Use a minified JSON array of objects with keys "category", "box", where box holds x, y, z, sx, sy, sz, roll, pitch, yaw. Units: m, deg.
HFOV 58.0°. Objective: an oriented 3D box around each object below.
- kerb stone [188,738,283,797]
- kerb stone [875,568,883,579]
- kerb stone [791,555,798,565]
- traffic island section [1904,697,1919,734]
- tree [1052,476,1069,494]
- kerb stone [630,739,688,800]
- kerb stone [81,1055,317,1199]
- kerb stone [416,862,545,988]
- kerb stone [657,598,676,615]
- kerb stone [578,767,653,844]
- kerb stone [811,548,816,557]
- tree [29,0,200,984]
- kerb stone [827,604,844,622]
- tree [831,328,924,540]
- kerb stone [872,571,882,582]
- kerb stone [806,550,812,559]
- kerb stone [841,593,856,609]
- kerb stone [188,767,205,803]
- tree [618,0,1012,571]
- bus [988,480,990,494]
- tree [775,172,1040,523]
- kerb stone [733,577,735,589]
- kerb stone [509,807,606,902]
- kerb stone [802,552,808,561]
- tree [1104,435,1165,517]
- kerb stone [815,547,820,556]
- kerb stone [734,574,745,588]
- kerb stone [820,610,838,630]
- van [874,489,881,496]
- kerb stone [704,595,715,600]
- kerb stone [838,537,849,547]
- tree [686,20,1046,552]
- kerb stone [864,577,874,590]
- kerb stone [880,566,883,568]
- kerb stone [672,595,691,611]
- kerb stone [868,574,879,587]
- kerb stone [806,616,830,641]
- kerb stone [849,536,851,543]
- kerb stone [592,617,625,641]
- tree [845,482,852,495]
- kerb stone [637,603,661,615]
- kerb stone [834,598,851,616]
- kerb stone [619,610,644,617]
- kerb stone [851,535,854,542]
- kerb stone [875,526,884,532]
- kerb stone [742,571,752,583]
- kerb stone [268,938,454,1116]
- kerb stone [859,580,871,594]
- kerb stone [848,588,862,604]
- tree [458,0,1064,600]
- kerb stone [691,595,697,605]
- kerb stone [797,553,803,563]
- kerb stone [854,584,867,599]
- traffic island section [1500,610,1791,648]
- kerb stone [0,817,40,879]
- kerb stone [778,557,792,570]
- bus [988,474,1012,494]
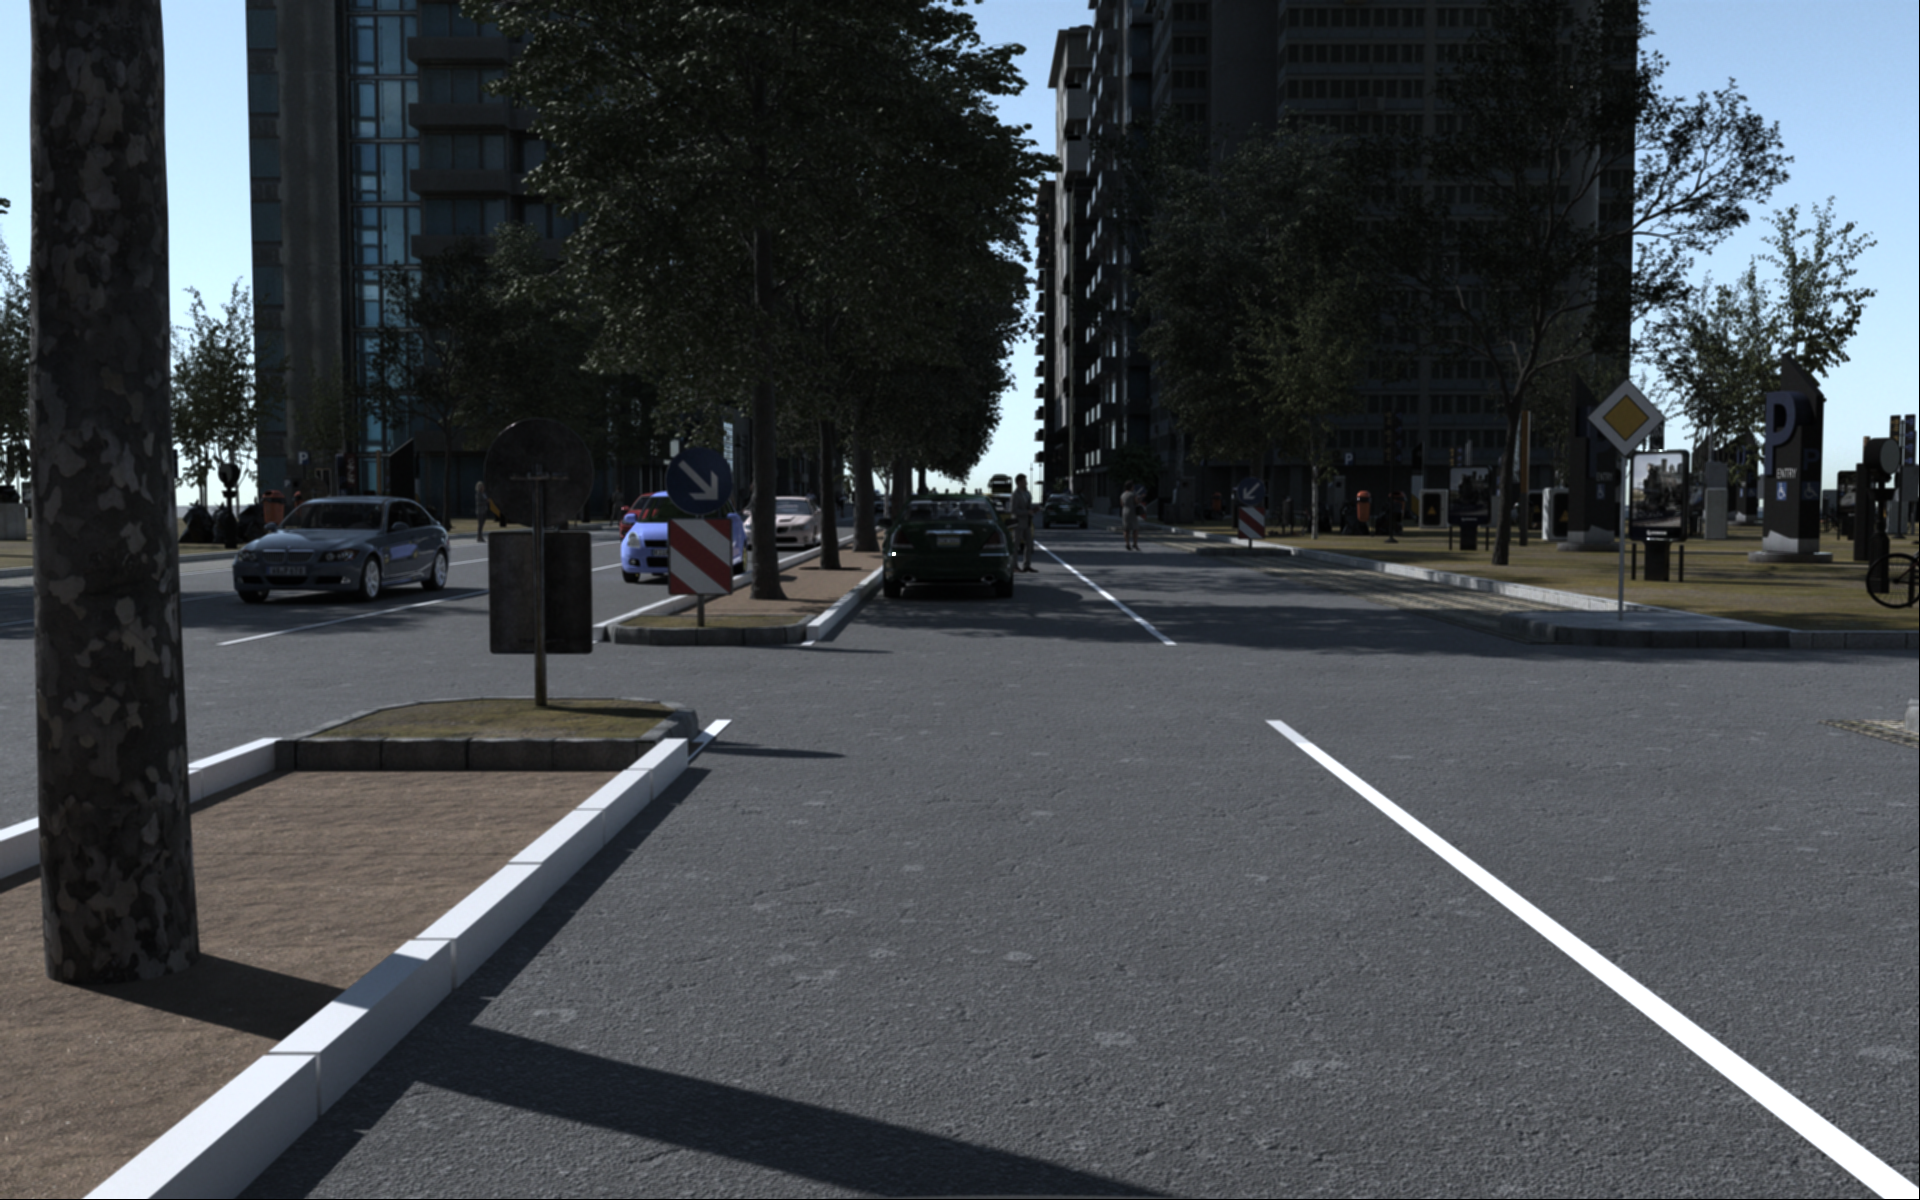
[{"category":"kerb stone","box":[-3.602,0.831,8.608,0.120,0.150,1.000,0,4,0]},{"category":"kerb stone","box":[-1.369,-0.394,28.635,0.120,0.150,1.000,0,4,0]},{"category":"kerb stone","box":[-3.419,-0.768,34.746,0.120,0.150,1.000,0,4,0]},{"category":"traffic island section","box":[6.690,0.777,9.581,2.009,0.180,2.903,0,4,0]},{"category":"tree","box":[10.564,-11.330,179.854,1.663,3.219,1.824,0,3,0]},{"category":"kerb stone","box":[-1.491,0.832,8.591,0.120,0.150,1.000,0,4,0]},{"category":"kerb stone","box":[-1.535,1.146,3.463,0.120,0.150,1.000,0,4,0]},{"category":"kerb stone","box":[-1.514,1.023,5.514,0.120,0.150,1.000,0,4,0]},{"category":"kerb stone","box":[-3.522,0.109,20.421,0.120,0.150,1.000,0,4,0]},{"category":"kerb stone","box":[-1.506,0.895,7.562,0.120,0.150,1.000,0,4,0]},{"category":"kerb stone","box":[-3.388,-1.020,38.866,0.120,0.150,1.000,0,4,0]},{"category":"tree","box":[-1.322,-8.894,3.758,12.611,20.169,13.585,0,3,0]},{"category":"kerb stone","box":[-1.423,0.174,19.431,0.120,0.150,1.000,0,4,0]},{"category":"tree","box":[-2.224,-6.044,51.632,4.737,8.622,4.395,0,3,0]},{"category":"kerb stone","box":[-1.367,-0.331,27.613,0.120,0.150,1.000,0,4,0]},{"category":"kerb stone","box":[-3.401,-0.956,37.820,0.120,0.150,1.000,0,4,0]},{"category":"kerb stone","box":[-1.411,0.045,21.474,0.120,0.150,1.000,0,4,0]},{"category":"kerb stone","box":[-3.603,0.897,7.586,0.120,0.150,1.000,0,4,0]},{"category":"tree","box":[-2.560,-6.373,32.417,9.928,11.665,9.643,0,3,0]},{"category":"bus","box":[5.388,-15.588,246.409,2.896,3.916,12.252,0,4,1]},{"category":"tree","box":[-2.123,-8.520,58.768,9.611,12.733,9.660,0,3,0]},{"category":"kerb stone","box":[-3.489,-0.204,25.534,0.120,0.150,1.000,0,4,0]},{"category":"kerb stone","box":[-1.512,0.958,6.536,0.120,0.150,1.000,0,4,0]},{"category":"kerb stone","box":[-3.399,-0.891,36.795,0.120,0.150,1.000,0,4,0]},{"category":"tree","box":[9.702,-6.878,96.173,4.285,4.588,4.351,0,3,0]},{"category":"kerb stone","box":[-3.384,-1.082,39.888,0.120,0.150,1.000,0,4,0]},{"category":"kerb stone","box":[-3.468,-0.259,26.559,0.120,0.150,1.000,0,4,0]},{"category":"kerb stone","box":[-1.426,0.239,18.401,0.120,0.150,1.000,0,4,0]},{"category":"van","box":[-7.563,-8.616,147.883,2.013,2.044,4.112,0,4,2]},{"category":"kerb stone","box":[-3.496,-0.079,23.490,0.120,0.150,1.000,0,4,0]},{"category":"kerb stone","box":[-3.328,-1.646,49.108,0.120,0.150,1.000,0,4,0]},{"category":"tree","box":[-2.317,-8.147,42.317,9.857,13.997,8.962,0,3,0]},{"category":"kerb stone","box":[-1.390,-0.206,25.562,0.120,0.150,1.000,0,4,0]},{"category":"kerb stone","box":[-1.357,-0.450,29.667,0.120,0.150,1.000,0,4,0]},{"category":"kerb stone","box":[-3.506,0.046,21.446,0.120,0.150,1.000,0,4,0]},{"category":"kerb stone","box":[-1.376,-0.269,26.591,0.120,0.150,1.000,0,4,0]},{"category":"kerb stone","box":[-1.434,0.296,17.375,0.120,0.150,1.000,0,4,0]},{"category":"kerb stone","box":[-3.309,-1.709,50.132,0.120,0.150,1.000,0,4,0]},{"category":"kerb stone","box":[-3.532,0.304,17.332,0.120,0.150,1.000,0,4,0]},{"category":"tree","box":[-16.068,-15.721,251.645,1.663,3.219,1.824,0,3,0]},{"category":"kerb stone","box":[-3.529,0.172,19.383,0.120,0.150,1.000,0,4,0]},{"category":"kerb stone","box":[-1.417,0.107,20.452,0.120,0.150,1.000,0,4,0]},{"category":"kerb stone","box":[-3.527,0.240,18.357,0.120,0.150,1.000,0,4,0]},{"category":"kerb stone","box":[-3.296,-1.771,51.154,0.120,0.150,1.000,0,4,0]},{"category":"kerb stone","box":[-3.188,-2.837,68.586,0.120,0.150,1.000,0,4,0]},{"category":"kerb stone","box":[-3.473,-0.327,27.581,0.120,0.150,1.000,0,4,0]},{"category":"kerb stone","box":[-1.528,1.083,4.485,0.120,0.150,1.000,0,4,0]},{"category":"kerb stone","box":[-1.386,-0.143,24.540,0.120,0.150,1.000,0,4,0]},{"category":"kerb stone","box":[-1.404,-0.018,22.496,0.120,0.150,1.000,0,4,0]},{"category":"tree","box":[-2.536,-6.248,22.737,7.486,12.596,7.792,0,3,0]},{"category":"kerb stone","box":[-3.502,-0.017,22.468,0.120,0.150,1.000,0,4,0]},{"category":"kerb stone","box":[-3.411,-0.830,35.772,0.120,0.150,1.000,0,4,0]},{"category":"kerb stone","box":[-1.393,-0.081,23.518,0.120,0.150,1.000,0,4,0]},{"category":"traffic island section","box":[6.745,0.288,17.565,2.009,0.180,2.903,0,4,0]},{"category":"kerb stone","box":[-3.604,0.956,6.562,0.120,0.150,1.000,0,4,0]},{"category":"kerb stone","box":[-3.429,-0.705,33.716,0.120,0.150,1.000,0,4,0]},{"category":"bus","box":[5.053,-13.762,216.548,2.896,3.916,12.252,0,4,0]}]
